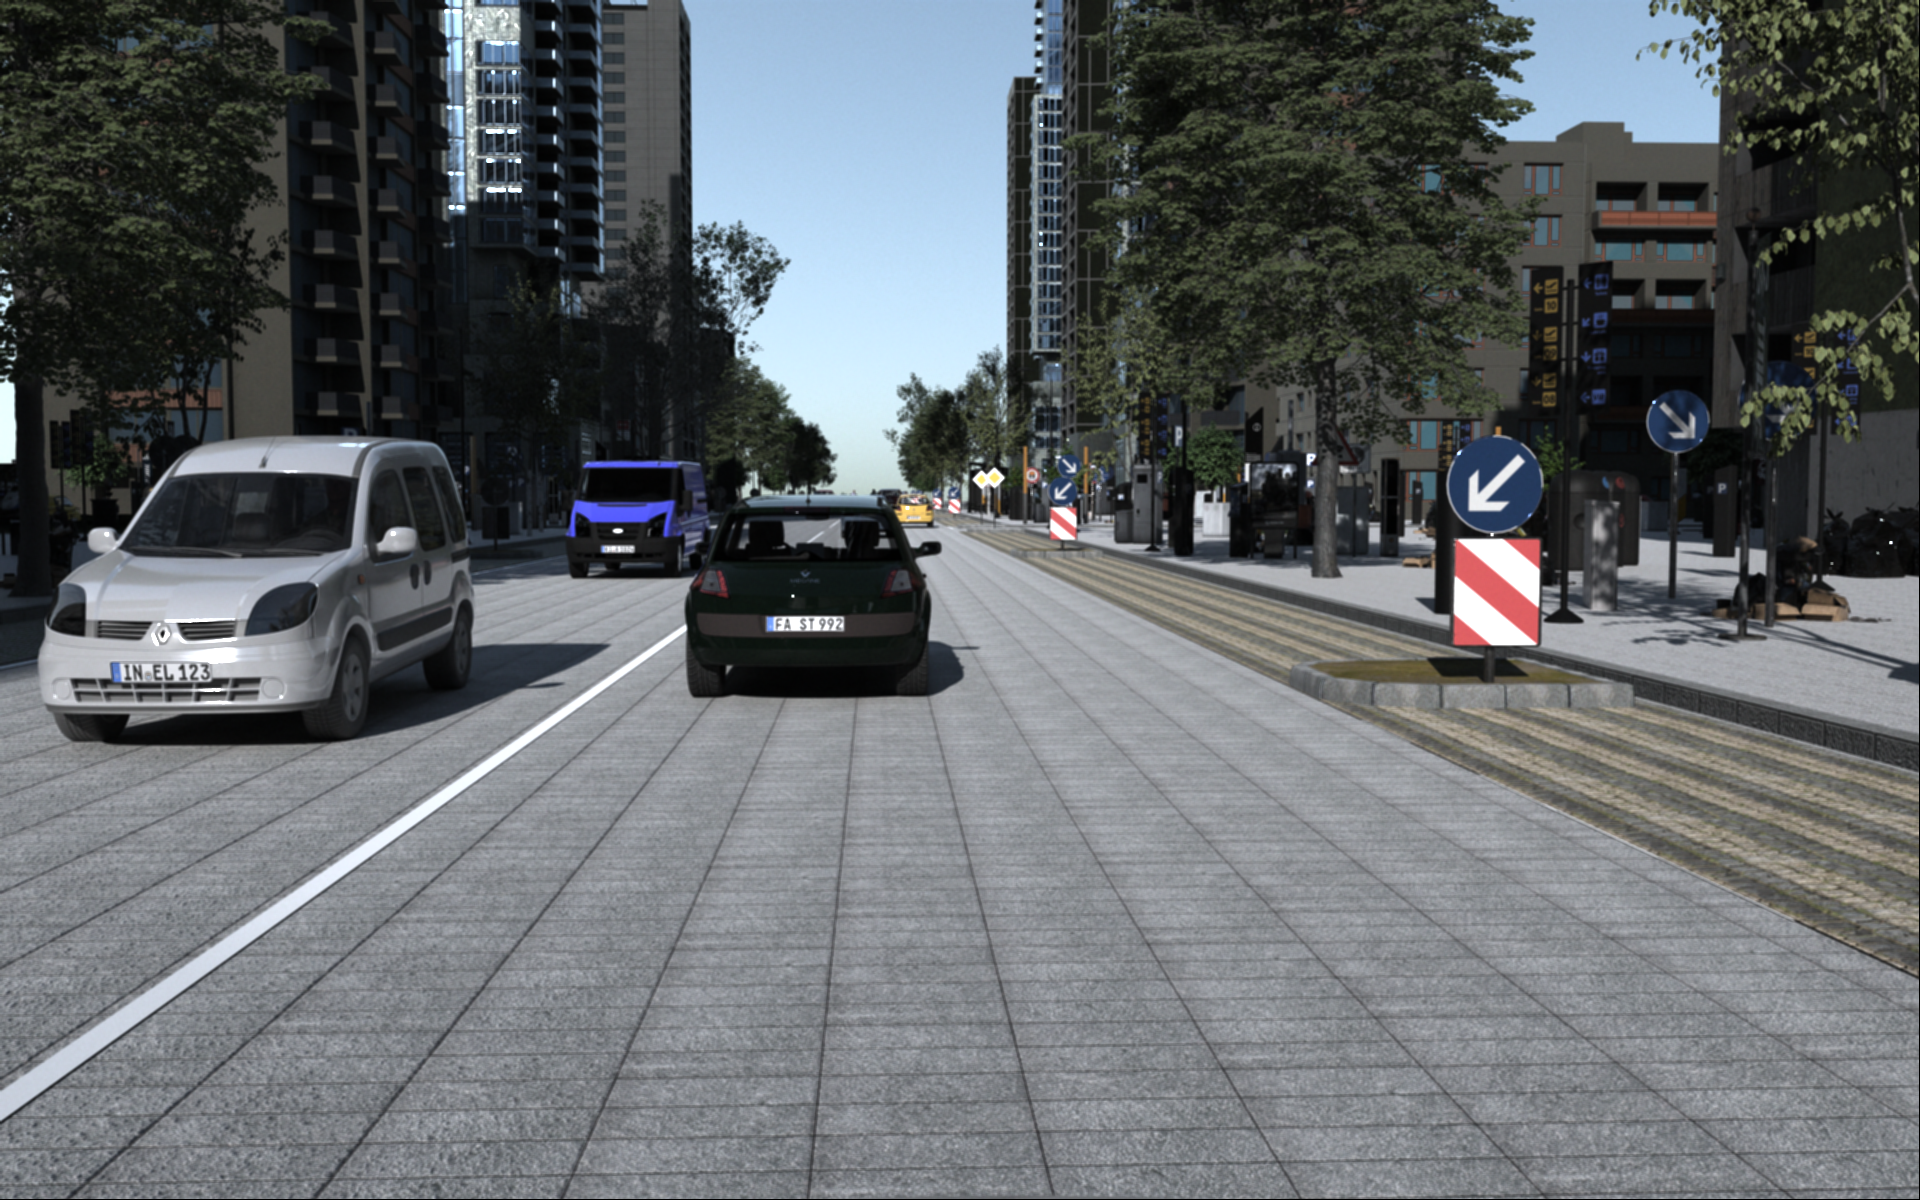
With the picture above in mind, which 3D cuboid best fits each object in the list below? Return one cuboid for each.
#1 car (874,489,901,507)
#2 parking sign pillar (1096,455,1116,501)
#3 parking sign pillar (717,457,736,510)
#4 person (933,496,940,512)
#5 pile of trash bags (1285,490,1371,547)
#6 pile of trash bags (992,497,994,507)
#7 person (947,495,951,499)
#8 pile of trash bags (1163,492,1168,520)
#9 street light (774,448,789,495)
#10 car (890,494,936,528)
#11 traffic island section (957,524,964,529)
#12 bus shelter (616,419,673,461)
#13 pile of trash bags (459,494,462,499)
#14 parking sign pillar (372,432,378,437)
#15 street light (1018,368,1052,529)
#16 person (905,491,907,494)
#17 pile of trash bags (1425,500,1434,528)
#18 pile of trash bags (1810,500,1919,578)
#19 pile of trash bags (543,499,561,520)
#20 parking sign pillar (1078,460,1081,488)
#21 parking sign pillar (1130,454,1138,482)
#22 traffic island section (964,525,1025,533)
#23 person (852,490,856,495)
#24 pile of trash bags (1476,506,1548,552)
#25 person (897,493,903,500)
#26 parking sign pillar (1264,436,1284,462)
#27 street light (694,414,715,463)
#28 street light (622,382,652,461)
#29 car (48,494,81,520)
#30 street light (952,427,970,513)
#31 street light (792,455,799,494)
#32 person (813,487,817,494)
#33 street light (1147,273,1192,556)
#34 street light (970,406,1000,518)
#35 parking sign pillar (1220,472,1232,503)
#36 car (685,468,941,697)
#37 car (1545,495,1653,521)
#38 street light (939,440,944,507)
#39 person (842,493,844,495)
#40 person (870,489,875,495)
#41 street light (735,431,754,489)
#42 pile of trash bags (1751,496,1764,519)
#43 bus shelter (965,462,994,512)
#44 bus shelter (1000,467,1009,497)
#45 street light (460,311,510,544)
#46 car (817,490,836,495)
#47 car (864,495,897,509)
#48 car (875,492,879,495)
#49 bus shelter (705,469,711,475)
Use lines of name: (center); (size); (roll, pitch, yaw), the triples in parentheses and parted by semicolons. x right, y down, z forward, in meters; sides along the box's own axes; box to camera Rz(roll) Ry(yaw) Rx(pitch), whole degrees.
car: (-4.895, -6.880, 121.169); (2.281, 1.827, 5.304); (0, 4, -2)
parking sign pillar: (9.788, -7.825, 116.407); (1.447, 3.967, 1.447); (-2, 4, -24)
parking sign pillar: (-16.652, -8.264, 123.581); (1.447, 3.967, 1.447); (0, 4, 0)
person: (-1.877, -7.808, 137.006); (0.563, 1.720, 0.643); (-1, 4, -14)
pile of trash bags: (8.918, -2.044, 43.174); (1.912, 1.369, 3.447); (2, 4, 24)
pile of trash bags: (2.779, -7.863, 138.309); (3.447, 1.369, 1.912); (0, 4, -6)
person: (-1.351, -13.522, 229.460); (0.709, 1.838, 0.599); (-1, 4, -18)
pile of trash bags: (9.902, -4.692, 86.459); (1.912, 1.369, 3.447); (-1, 4, -10)
street light: (-18.336, -12.427, 175.728); (1.470, 5.913, 1.316); (0, 4, -3)
car: (-2.018, -3.942, 74.677); (2.015, 1.641, 3.980); (0, 4, -2)
traffic island section: (0.926, -3.076, 72.569); (2.009, 0.180, 2.903); (0, 4, -3)
bus shelter: (-17.528, -7.238, 95.965); (2.179, 5.291, 8.768); (0, 4, -3)
pile of trash bags: (-26.433, -4.679, 86.254); (3.447, 1.369, 1.912); (1, 4, 12)
parking sign pillar: (-25.163, -5.343, 75.831); (1.447, 3.967, 1.447); (1, 4, 18)
street light: (2.826, -5.590, 63.930); (1.470, 5.913, 1.316); (0, 4, -3)
person: (-5.690, -10.505, 180.976); (1.217, 1.735, 0.721); (2, 4, 24)
pile of trash bags: (18.352, -3.160, 61.416); (3.447, 1.369, 1.912); (0, 4, -3)
pile of trash bags: (15.269, -1.060, 27.077); (3.447, 1.369, 1.912); (0, 4, 7)
pile of trash bags: (-19.588, -4.696, 86.530); (1.912, 1.369, 3.447); (1, 4, 15)
parking sign pillar: (8.983, -8.986, 135.389); (1.447, 3.967, 1.447); (2, 4, 29)
parking sign pillar: (11.880, -7.812, 116.195); (1.447, 3.967, 1.447); (-1, 4, -17)
traffic island section: (1.307, -2.588, 64.593); (2.009, 0.180, 2.903); (0, 4, -3)
person: (-11.186, -10.730, 183.810); (0.709, 1.838, 0.599); (-3, 5, -40)
pile of trash bags: (13.219, -1.771, 38.716); (3.447, 1.369, 1.912); (-1, 4, -9)
person: (-3.622, -5.751, 105.127); (0.503, 1.515, 0.523); (-2, 4, -29)
parking sign pillar: (14.409, -5.576, 79.632); (1.447, 3.967, 1.447); (2, 4, 33)
street light: (-14.813, -7.806, 100.161); (1.470, 5.913, 1.316); (0, 4, -3)
street light: (-13.417, -6.069, 71.767); (1.470, 5.913, 1.316); (0, 4, -3)
car: (-36.133, -3.458, 66.757); (3.980, 1.641, 2.015); (0, 4, -2)
street light: (0.108, -8.962, 119.067); (1.470, 5.913, 1.316); (0, 4, -3)
street light: (-19.590, -14.116, 203.338); (1.470, 5.913, 1.316); (0, 4, -3)
person: (-8.902, -6.021, 106.808); (0.748, 1.841, 0.638); (1, 4, 22)
street light: (4.103, -3.868, 35.789); (1.470, 5.913, 1.316); (0, 4, -3)
street light: (1.412, -7.273, 91.460); (1.470, 5.913, 1.316); (0, 4, -3)
parking sign pillar: (13.304, -6.002, 86.612); (1.447, 3.967, 1.447); (0, 4, -1)
car: (-1.132, -0.236, 13.644); (2.009, 1.686, 4.222); (0, 4, -3)
car: (25.630, -3.677, 69.163); (4.494, 1.783, 2.155); (0, 4, -4)
street light: (-1.208, -10.691, 147.335); (1.470, 5.913, 1.316); (0, 4, -3)
person: (-19.549, -17.189, 290.344); (0.445, 1.727, 0.742); (3, 5, 41)
person: (-6.508, -7.521, 131.651); (0.590, 1.801, 0.661); (-3, 5, -39)
street light: (-16.106, -9.528, 128.322); (1.470, 5.913, 1.316); (0, 4, -3)
pile of trash bags: (38.005, -4.472, 82.877); (3.447, 1.369, 1.912); (1, 4, 21)
bus shelter: (1.415, -8.451, 129.459); (1.731, 3.624, 6.357); (0, 4, -3)
bus shelter: (3.055, -9.395, 144.884); (1.731, 3.624, 6.357); (0, 4, -3)
street light: (-12.118, -4.376, 44.089); (1.470, 5.913, 1.316); (0, 4, -3)
car: (-12.618, -9.338, 161.349); (2.281, 1.827, 5.304); (0, 4, -1)
car: (-3.089, -2.799, 57.760); (2.014, 1.417, 4.499); (0, 4, -3)
car: (-14.345, -17.681, 297.759); (2.281, 1.827, 5.304); (0, 4, -3)
bus shelter: (-19.240, -8.038, 125.337); (2.014, 3.302, 5.546); (0, 4, -3)
